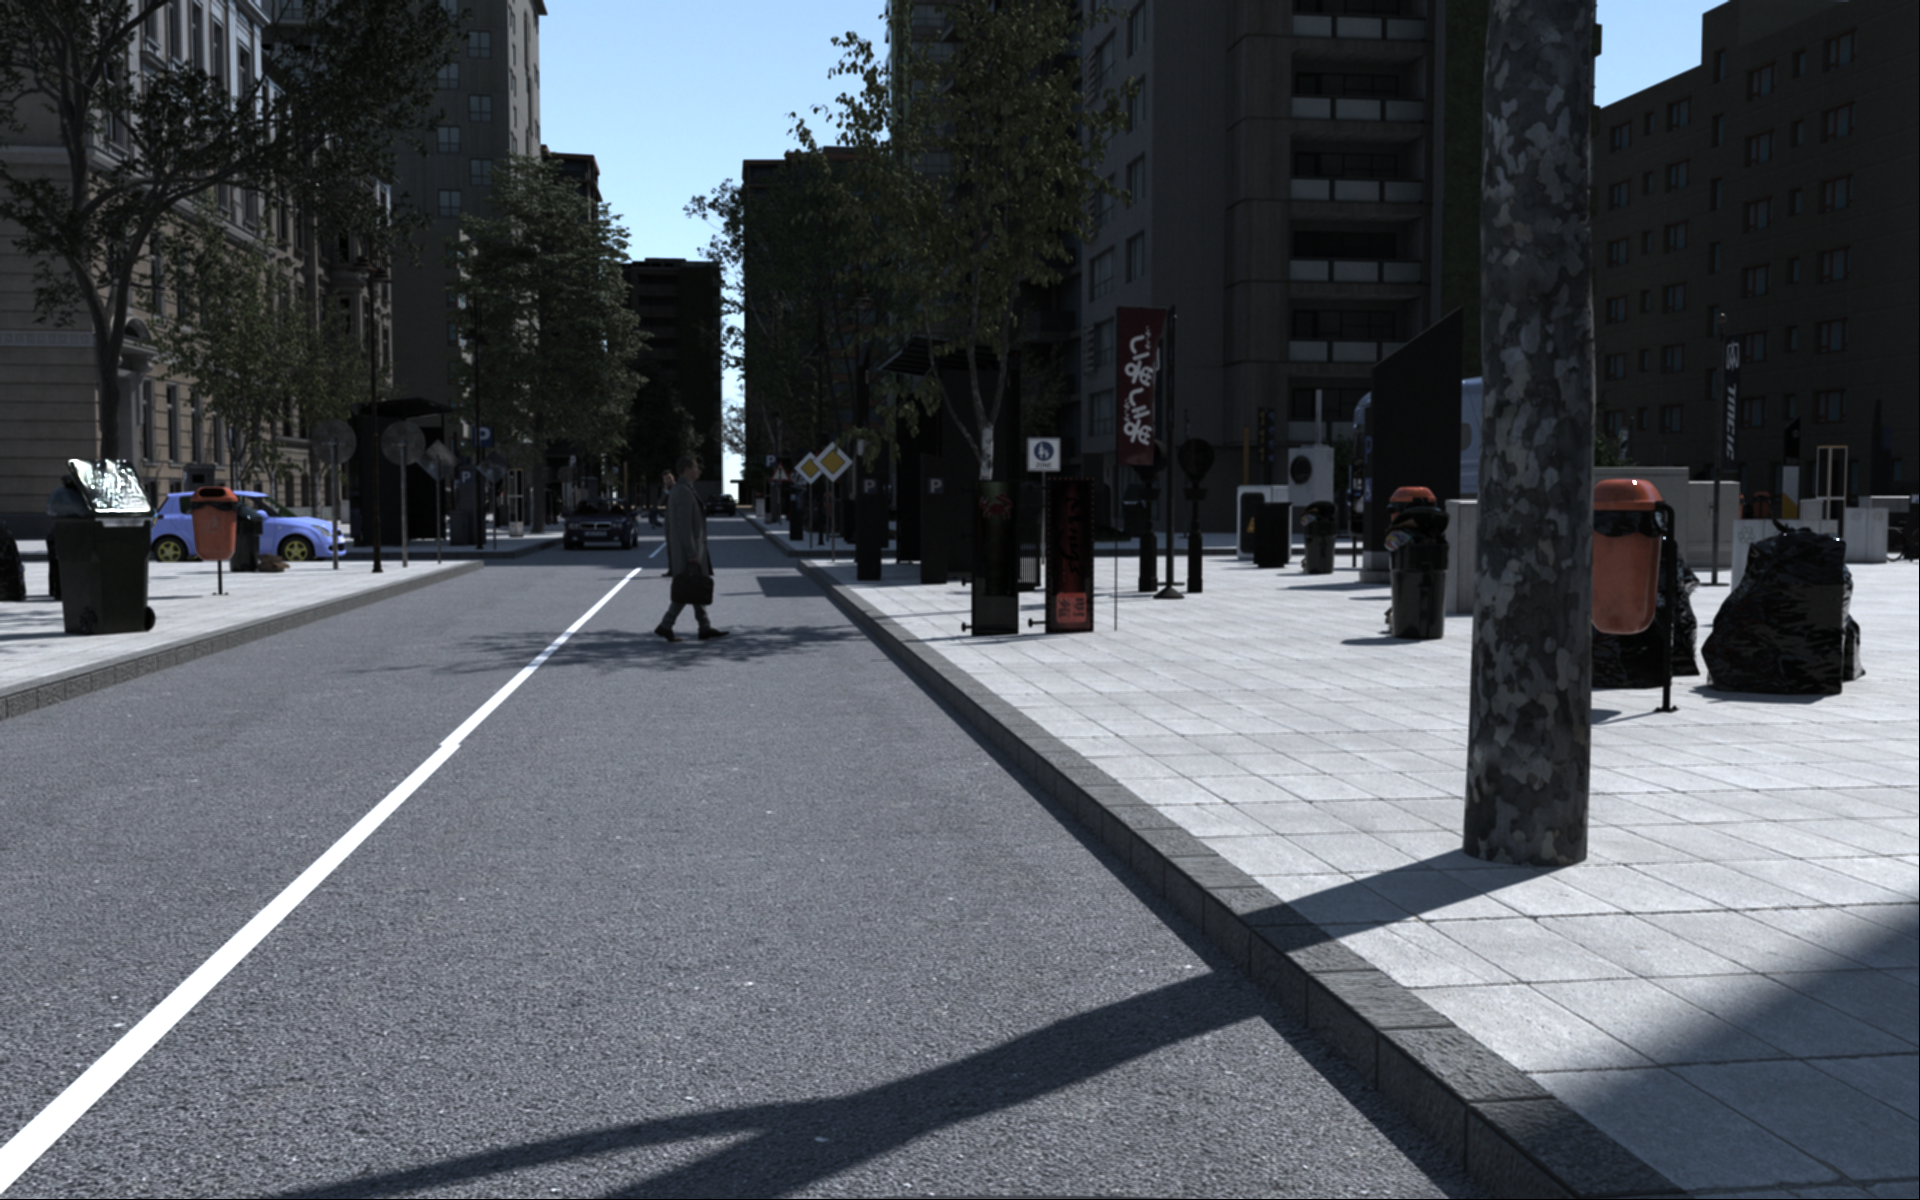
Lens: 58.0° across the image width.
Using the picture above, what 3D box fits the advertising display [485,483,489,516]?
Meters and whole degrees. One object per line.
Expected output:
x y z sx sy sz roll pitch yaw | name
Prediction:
-27.620 -5.825 100.451 0.123 1.923 0.974 1 4 14 | advertising display

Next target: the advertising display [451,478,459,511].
-20.920 -4.082 71.946 0.123 1.923 0.974 0 4 2 | advertising display

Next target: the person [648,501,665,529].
-12.692 -3.550 72.043 1.012 1.151 0.738 2 4 35 | person

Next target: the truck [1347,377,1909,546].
17.703 -3.106 40.535 18.799 4.110 2.967 -1 4 -9 | truck

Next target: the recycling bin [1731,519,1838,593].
8.201 -0.287 17.241 0.722 1.027 0.722 -2 4 -33 | recycling bin

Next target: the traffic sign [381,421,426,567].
-9.742 -1.848 30.328 0.768 2.556 0.104 0 4 -5 | traffic sign

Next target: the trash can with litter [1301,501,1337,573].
5.754 -1.027 28.180 0.624 1.170 1.055 0 4 -1 | trash can with litter

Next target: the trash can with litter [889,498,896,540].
-2.134 -2.303 49.036 1.055 1.170 0.624 3 4 38 | trash can with litter

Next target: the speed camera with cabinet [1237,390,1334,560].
6.235 -2.384 33.313 0.660 3.252 2.038 -2 4 -35 | speed camera with cabinet

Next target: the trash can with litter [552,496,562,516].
-23.726 -5.466 100.752 1.055 1.170 0.624 -2 4 -24 | trash can with litter

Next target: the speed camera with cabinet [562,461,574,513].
-23.350 -6.652 103.091 0.660 3.252 2.038 -1 4 -10 | speed camera with cabinet

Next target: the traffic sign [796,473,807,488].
-7.482 -4.862 81.616 0.606 2.300 0.079 0 4 0 | traffic sign

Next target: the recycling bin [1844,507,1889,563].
16.929 -1.218 32.472 0.722 1.027 0.722 1 4 17 | recycling bin

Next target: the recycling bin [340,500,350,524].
-26.253 -3.800 74.684 0.722 1.027 0.722 0 4 -6 | recycling bin

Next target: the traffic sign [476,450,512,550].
-10.690 -2.209 39.756 0.795 2.450 0.064 0 4 -8 | traffic sign

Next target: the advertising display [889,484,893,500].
-4.828 -6.676 114.368 0.974 1.923 0.123 3 5 43 | advertising display

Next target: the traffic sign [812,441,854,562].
-2.409 -1.785 32.824 0.795 2.450 0.064 0 4 -8 | traffic sign

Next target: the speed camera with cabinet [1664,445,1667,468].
28.209 -4.676 70.784 0.660 3.252 2.038 -1 4 -12 | speed camera with cabinet

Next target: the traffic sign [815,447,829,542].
-3.571 -2.849 46.683 0.768 2.556 0.104 0 4 -2 | traffic sign

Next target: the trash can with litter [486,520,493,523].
-21.547 -4.078 77.732 1.678 1.210 2.233 -1 4 -14 | trash can with litter

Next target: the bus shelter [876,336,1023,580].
-0.263 -2.309 29.042 1.731 3.624 6.357 0 4 -8 | bus shelter

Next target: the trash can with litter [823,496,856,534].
-3.577 -2.773 56.389 2.233 1.210 1.678 -2 4 -34 | trash can with litter

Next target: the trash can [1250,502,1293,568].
5.445 -1.140 30.285 0.748 1.137 0.748 0 3 0 | trash can

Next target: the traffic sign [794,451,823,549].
-3.513 -2.269 40.733 0.795 2.450 0.064 0 4 -8 | traffic sign

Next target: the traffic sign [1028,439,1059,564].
1.514 -1.795 31.482 0.606 2.300 0.079 0 4 -8 | traffic sign

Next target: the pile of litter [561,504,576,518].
-20.610 -4.803 92.498 1.176 0.858 1.719 -3 4 -36 | pile of litter

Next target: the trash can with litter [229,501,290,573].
-11.582 -1.052 28.584 1.055 1.170 0.624 1 4 13 | trash can with litter

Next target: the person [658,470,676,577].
-4.910 -1.324 29.946 0.655 1.846 0.447 1 4 11 | person

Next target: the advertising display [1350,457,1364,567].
7.253 -1.516 29.999 0.974 1.923 0.123 2 4 34 | advertising display

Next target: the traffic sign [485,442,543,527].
-17.526 -4.542 68.131 2.265 3.308 0.079 0 4 -2 | traffic sign

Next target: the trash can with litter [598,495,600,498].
-21.042 -5.355 98.604 2.233 1.210 1.678 -1 4 -12 | trash can with litter

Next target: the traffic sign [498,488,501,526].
-18.275 -4.194 68.684 0.768 2.556 0.104 0 4 -3 | traffic sign

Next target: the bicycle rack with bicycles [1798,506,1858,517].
26.846 -2.463 53.657 2.852 0.926 2.925 1 4 10 | bicycle rack with bicycles

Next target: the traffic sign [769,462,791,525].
-7.338 -4.326 70.738 0.884 2.594 0.081 0 4 -5 | traffic sign

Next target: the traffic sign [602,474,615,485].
-21.003 -6.326 103.542 0.768 2.556 0.104 0 4 0 | traffic sign

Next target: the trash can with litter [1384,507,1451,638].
4.054 -0.263 15.690 0.624 1.170 1.055 0 4 1 | trash can with litter

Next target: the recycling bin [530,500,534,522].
-19.511 -4.140 80.236 0.722 1.027 0.722 1 4 22 | recycling bin

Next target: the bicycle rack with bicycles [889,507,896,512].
-2.419 -4.714 90.461 2.925 0.926 2.852 1 4 19 | bicycle rack with bicycles

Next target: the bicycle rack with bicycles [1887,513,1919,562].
18.961 -1.136 31.961 2.852 0.926 2.925 0 4 -7 | bicycle rack with bicycles

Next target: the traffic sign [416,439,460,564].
-9.587 -1.725 31.847 0.795 2.450 0.064 0 4 -8 | traffic sign

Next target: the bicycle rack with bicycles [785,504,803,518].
-8.327 -4.849 92.655 2.852 0.926 2.925 2 4 30 | bicycle rack with bicycles

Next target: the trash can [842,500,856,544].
-2.698 -2.023 44.723 0.748 1.137 0.748 0 3 0 | trash can

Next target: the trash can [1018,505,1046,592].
0.767 -0.691 22.944 0.748 1.137 0.748 0 3 0 | trash can

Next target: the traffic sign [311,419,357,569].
-10.689 -1.802 29.576 0.768 2.556 0.104 0 4 -2 | traffic sign

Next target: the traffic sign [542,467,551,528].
-15.761 -3.878 65.528 0.606 2.300 0.079 0 4 -4 | traffic sign

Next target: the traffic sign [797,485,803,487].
-10.208 -6.749 110.455 0.768 2.556 0.104 0 4 0 | traffic sign

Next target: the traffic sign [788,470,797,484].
-8.600 -5.528 90.490 0.768 2.556 0.104 0 4 -7 | traffic sign

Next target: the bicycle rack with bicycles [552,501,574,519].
-20.833 -4.672 89.766 2.852 0.926 2.925 -3 4 -37 | bicycle rack with bicycles

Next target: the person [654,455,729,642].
-2.623 -0.509 16.923 0.767 1.812 0.694 -1 4 -16 | person

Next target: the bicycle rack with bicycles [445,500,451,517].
-28.162 -5.037 95.733 2.925 0.926 2.852 1 4 22 | bicycle rack with bicycles

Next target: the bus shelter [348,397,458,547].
-14.385 -3.289 45.060 1.731 3.624 6.357 0 4 -8 | bus shelter

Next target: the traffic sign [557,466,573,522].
-17.918 -4.808 78.717 0.768 2.556 0.104 0 4 -2 | traffic sign

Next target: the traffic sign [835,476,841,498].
-5.705 -5.059 82.824 0.768 2.556 0.104 0 4 -5 | traffic sign

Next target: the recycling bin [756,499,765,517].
-10.786 -5.082 95.649 0.722 1.027 0.722 -3 5 -42 | recycling bin
